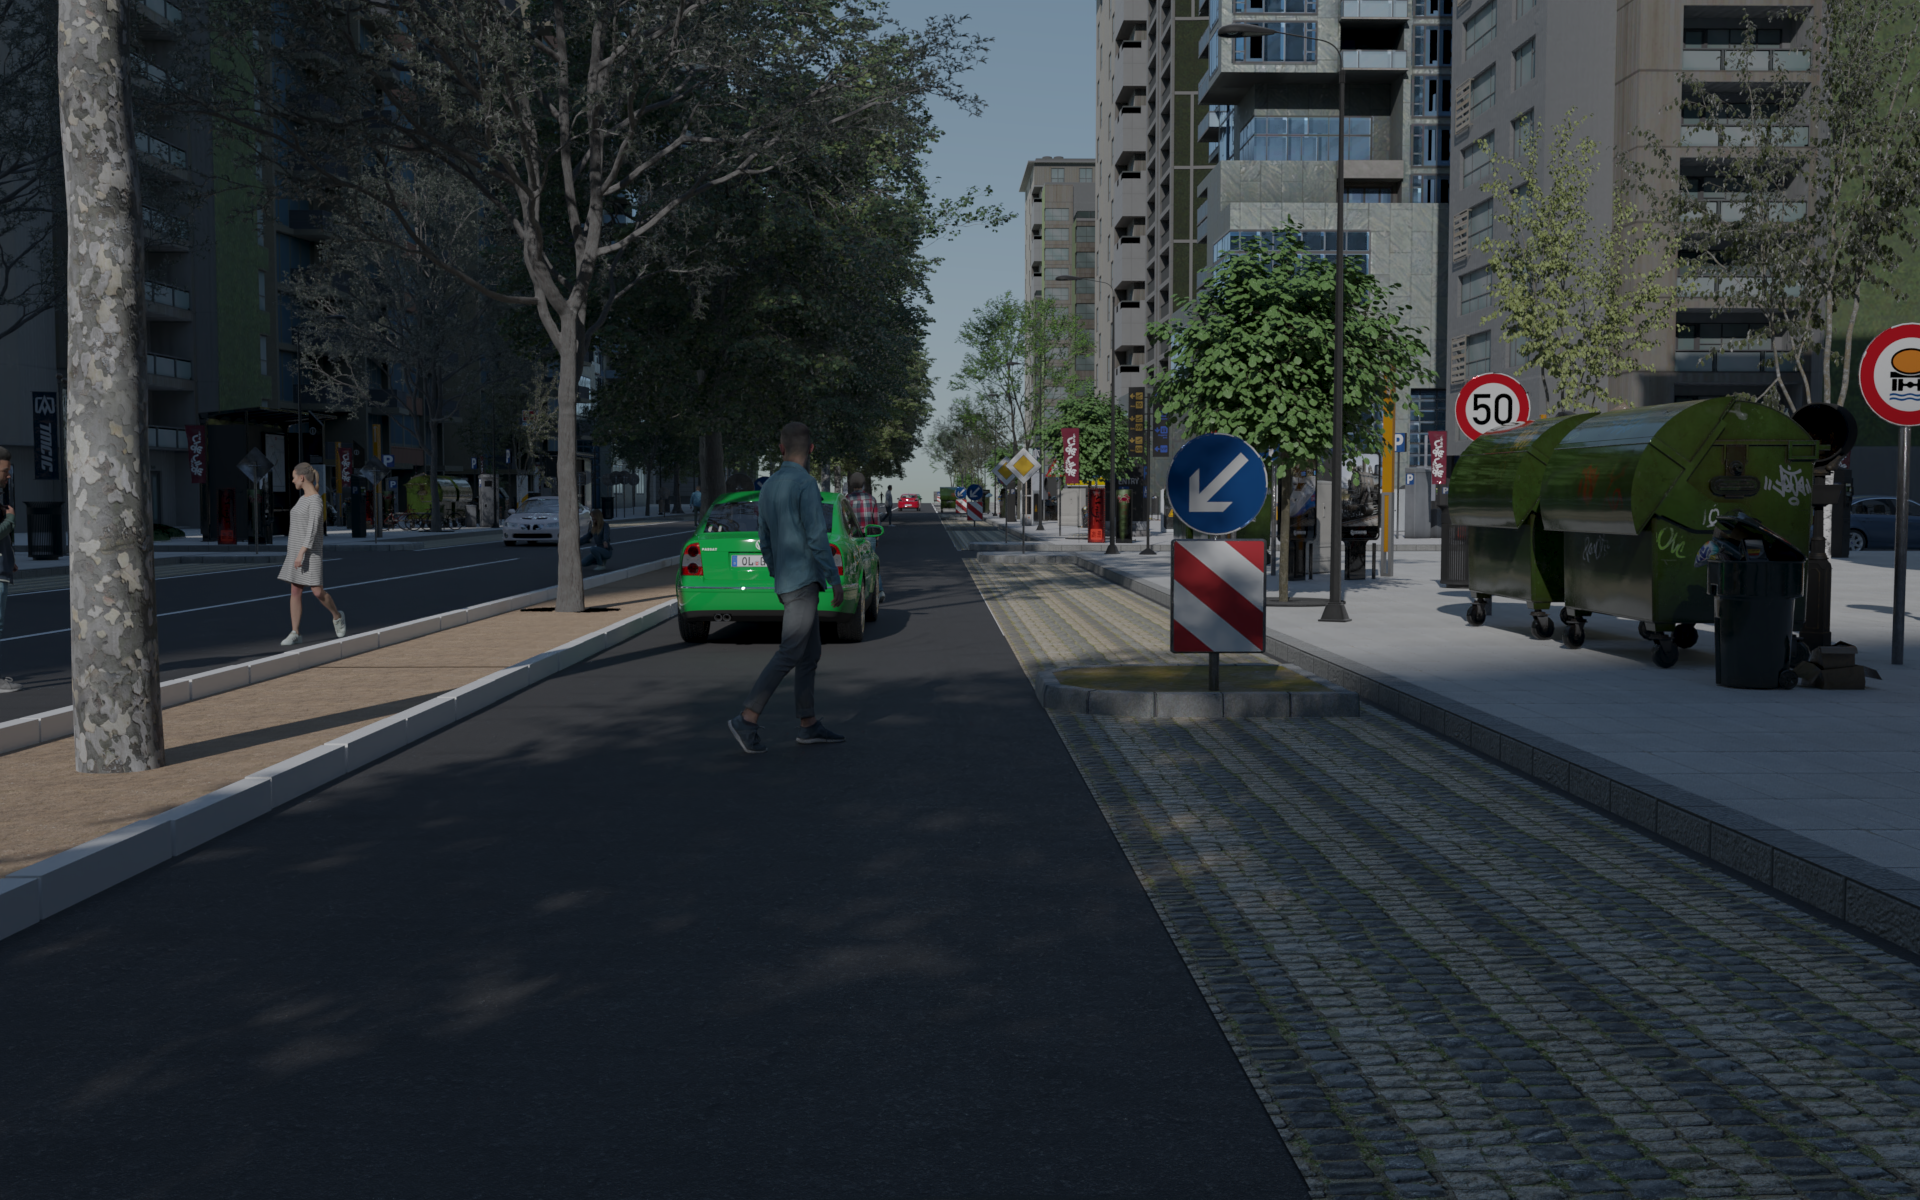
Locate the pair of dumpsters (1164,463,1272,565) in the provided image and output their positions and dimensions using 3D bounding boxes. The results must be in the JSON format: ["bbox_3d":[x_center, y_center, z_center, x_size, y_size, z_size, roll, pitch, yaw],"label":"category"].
[{"bbox_3d":[4.990,-1.885,33.313,1.574,2.255,4.437,0,4,-1],"label":"pair of dumpsters"}]

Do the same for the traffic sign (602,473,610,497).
[{"bbox_3d":[-21.671,-6.515,106.631,0.768,2.556,0.104,0,4,2],"label":"traffic sign"}]

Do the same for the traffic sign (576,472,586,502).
[{"bbox_3d":[-17.543,-4.759,79.936,0.606,2.300,0.079,0,4,2],"label":"traffic sign"}]

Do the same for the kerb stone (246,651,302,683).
[{"bbox_3d":[-5.396,0.535,13.503,0.120,0.150,1.000,0,4,-1],"label":"kerb stone"}]

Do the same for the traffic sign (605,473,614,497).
[{"bbox_3d":[-21.388,-6.496,106.316,0.768,2.556,0.104,0,4,2],"label":"traffic sign"}]

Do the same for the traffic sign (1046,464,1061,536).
[{"bbox_3d":[3.044,-3.220,52.649,0.884,2.594,0.081,0,4,5],"label":"traffic sign"}]

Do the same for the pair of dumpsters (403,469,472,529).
[{"bbox_3d":[-20.000,-3.906,66.364,1.574,2.255,4.437,0,4,-1],"label":"pair of dumpsters"}]

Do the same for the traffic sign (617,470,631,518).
[{"bbox_3d":[-18.105,-5.705,93.386,0.768,2.556,0.104,0,4,2],"label":"traffic sign"}]

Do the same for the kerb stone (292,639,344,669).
[{"bbox_3d":[-5.421,0.469,14.525,0.120,0.150,1.000,0,4,-1],"label":"kerb stone"}]

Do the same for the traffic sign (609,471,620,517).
[{"bbox_3d":[-18.858,-5.803,94.985,0.768,2.556,0.104,0,4,7],"label":"traffic sign"}]

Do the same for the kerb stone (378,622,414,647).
[{"bbox_3d":[-5.457,0.344,16.577,0.120,0.150,1.000,0,4,-1],"label":"kerb stone"}]

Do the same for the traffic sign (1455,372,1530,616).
[{"bbox_3d":[5.585,-1.109,18.244,0.768,2.556,0.104,1,4,8],"label":"traffic sign"}]

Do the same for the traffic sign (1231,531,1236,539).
[{"bbox_3d":[4.329,-1.667,27.366,0.768,2.556,0.104,0,4,7],"label":"traffic sign"}]

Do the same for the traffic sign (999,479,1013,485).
[{"bbox_3d":[2.525,-5.778,94.576,0.768,2.556,0.104,0,4,7],"label":"traffic sign"}]

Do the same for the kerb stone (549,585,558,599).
[{"bbox_3d":[-5.597,-0.095,23.746,0.120,0.150,1.000,0,4,-1],"label":"kerb stone"}]

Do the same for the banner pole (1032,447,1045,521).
[{"bbox_3d":[3.765,-5.604,81.646,0.863,3.779,0.401,2,4,30],"label":"banner pole"}]

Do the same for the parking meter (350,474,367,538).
[{"bbox_3d":[-17.609,-2.753,50.730,0.399,1.863,0.255,1,4,23],"label":"parking meter"}]

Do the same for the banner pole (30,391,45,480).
[{"bbox_3d":[-19.480,-2.891,37.289,0.863,3.779,0.401,-2,4,-28],"label":"banner pole"}]

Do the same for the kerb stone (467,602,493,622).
[{"bbox_3d":[-5.515,0.155,19.654,0.120,0.150,1.000,0,4,-1],"label":"kerb stone"}]

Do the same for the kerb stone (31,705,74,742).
[{"bbox_3d":[-5.337,0.722,10.425,0.120,0.150,1.000,0,4,-1],"label":"kerb stone"}]

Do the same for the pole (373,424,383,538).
[{"bbox_3d":[-17.082,-3.483,50.796,0.158,3.312,0.155,0,3,0],"label":"pole"}]

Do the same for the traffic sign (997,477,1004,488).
[{"bbox_3d":[2.391,-5.793,94.820,0.768,2.556,0.104,0,4,0],"label":"traffic sign"}]

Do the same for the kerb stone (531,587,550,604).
[{"bbox_3d":[-5.580,-0.032,22.724,0.120,0.150,1.000,0,4,-1],"label":"kerb stone"}]

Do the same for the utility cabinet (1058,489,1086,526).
[{"bbox_3d":[4.457,-3.706,69.264,1.173,1.500,0.318,3,5,41],"label":"utility cabinet"}]

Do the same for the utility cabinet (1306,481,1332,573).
[{"bbox_3d":[5.698,-1.179,27.952,0.318,1.500,1.173,3,5,40],"label":"utility cabinet"}]

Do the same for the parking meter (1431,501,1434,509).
[{"bbox_3d":[17.274,-3.490,62.774,0.255,1.863,0.399,0,4,-7],"label":"parking meter"}]

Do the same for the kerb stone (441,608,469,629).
[{"bbox_3d":[-5.500,0.218,18.624,0.120,0.150,1.000,0,4,-1],"label":"kerb stone"}]

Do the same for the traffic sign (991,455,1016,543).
[{"bbox_3d":[1.206,-2.538,45.131,0.795,2.450,0.064,0,4,-1],"label":"traffic sign"}]

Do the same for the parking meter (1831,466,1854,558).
[{"bbox_3d":[17.726,-1.785,34.903,0.255,1.863,0.399,-2,4,-31],"label":"parking meter"}]

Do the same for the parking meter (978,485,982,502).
[{"bbox_3d":[1.358,-6.742,115.946,0.255,1.863,0.399,0,4,5],"label":"parking meter"}]

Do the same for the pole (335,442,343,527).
[{"bbox_3d":[-24.318,-4.525,67.820,0.158,3.312,0.155,0,3,0],"label":"pole"}]

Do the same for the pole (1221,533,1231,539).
[{"bbox_3d":[4.675,-2.228,30.278,0.158,3.312,0.155,0,3,0],"label":"pole"}]

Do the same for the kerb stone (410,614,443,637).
[{"bbox_3d":[-5.484,0.282,17.599,0.120,0.150,1.000,0,4,-1],"label":"kerb stone"}]

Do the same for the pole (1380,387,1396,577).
[{"bbox_3d":[6.644,-2.019,26.854,0.158,3.312,0.155,0,3,0],"label":"pole"}]

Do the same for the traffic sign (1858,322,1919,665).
[{"bbox_3d":[7.063,-0.787,12.974,0.768,2.556,0.104,0,4,0],"label":"traffic sign"}]

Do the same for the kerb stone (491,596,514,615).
[{"bbox_3d":[-5.538,0.093,20.677,0.120,0.150,1.000,0,4,-1],"label":"kerb stone"}]

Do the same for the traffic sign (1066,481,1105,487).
[{"bbox_3d":[4.664,-3.907,57.759,2.265,3.308,0.079,0,4,8],"label":"traffic sign"}]

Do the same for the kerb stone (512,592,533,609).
[{"bbox_3d":[-5.558,0.030,21.699,0.120,0.150,1.000,0,4,-1],"label":"kerb stone"}]

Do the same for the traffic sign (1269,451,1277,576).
[{"bbox_3d":[4.929,-1.655,27.168,0.768,2.556,0.104,0,4,1],"label":"traffic sign"}]

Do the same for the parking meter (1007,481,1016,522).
[{"bbox_3d":[2.317,-4.485,79.040,0.399,1.863,0.255,-3,4,-37],"label":"parking meter"}]

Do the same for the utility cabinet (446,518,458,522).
[{"bbox_3d":[-23.781,-4.259,80.797,0.306,1.237,1.020,-3,5,-44],"label":"utility cabinet"}]

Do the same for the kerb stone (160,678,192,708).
[{"bbox_3d":[-5.368,0.657,11.450,0.120,0.150,1.000,0,4,-1],"label":"kerb stone"}]

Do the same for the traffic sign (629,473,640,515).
[{"bbox_3d":[-20.076,-6.507,106.495,0.768,2.556,0.104,0,4,2],"label":"traffic sign"}]

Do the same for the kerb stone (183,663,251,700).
[{"bbox_3d":[-5.381,0.594,12.479,0.120,0.150,1.000,0,4,-1],"label":"kerb stone"}]

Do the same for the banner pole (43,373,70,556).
[{"bbox_3d":[-18.702,-2.826,36.214,0.401,3.779,0.863,-1,4,-10],"label":"banner pole"}]

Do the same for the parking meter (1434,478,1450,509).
[{"bbox_3d":[15.686,-3.084,56.131,0.399,1.863,0.255,-1,4,-9],"label":"parking meter"}]

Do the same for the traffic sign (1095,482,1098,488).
[{"bbox_3d":[4.283,-3.324,54.455,0.768,2.556,0.104,1,4,8],"label":"traffic sign"}]

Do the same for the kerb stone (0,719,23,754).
[{"bbox_3d":[-5.316,0.784,9.403,0.120,0.150,1.000,0,4,-1],"label":"kerb stone"}]

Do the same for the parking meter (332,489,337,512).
[{"bbox_3d":[-25.504,-3.825,70.948,0.372,1.533,0.369,0,3,0],"label":"parking meter"}]

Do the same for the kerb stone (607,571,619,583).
[{"bbox_3d":[-5.678,-0.344,27.851,0.120,0.150,1.000,0,4,-1],"label":"kerb stone"}]

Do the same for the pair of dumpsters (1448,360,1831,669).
[{"bbox_3d":[5.564,-0.746,14.691,1.574,2.255,4.437,0,4,-1],"label":"pair of dumpsters"}]

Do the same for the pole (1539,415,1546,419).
[{"bbox_3d":[14.955,-3.099,44.512,0.158,3.312,0.155,0,3,0],"label":"pole"}]

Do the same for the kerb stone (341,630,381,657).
[{"bbox_3d":[-5.443,0.407,15.549,0.120,0.150,1.000,0,4,-1],"label":"kerb stone"}]

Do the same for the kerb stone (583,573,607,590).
[{"bbox_3d":[-5.661,-0.283,26.828,0.120,0.150,1.000,0,4,-1],"label":"kerb stone"}]

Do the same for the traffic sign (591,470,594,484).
[{"bbox_3d":[-19.563,-5.581,91.349,0.768,2.556,0.104,0,4,4],"label":"traffic sign"}]
